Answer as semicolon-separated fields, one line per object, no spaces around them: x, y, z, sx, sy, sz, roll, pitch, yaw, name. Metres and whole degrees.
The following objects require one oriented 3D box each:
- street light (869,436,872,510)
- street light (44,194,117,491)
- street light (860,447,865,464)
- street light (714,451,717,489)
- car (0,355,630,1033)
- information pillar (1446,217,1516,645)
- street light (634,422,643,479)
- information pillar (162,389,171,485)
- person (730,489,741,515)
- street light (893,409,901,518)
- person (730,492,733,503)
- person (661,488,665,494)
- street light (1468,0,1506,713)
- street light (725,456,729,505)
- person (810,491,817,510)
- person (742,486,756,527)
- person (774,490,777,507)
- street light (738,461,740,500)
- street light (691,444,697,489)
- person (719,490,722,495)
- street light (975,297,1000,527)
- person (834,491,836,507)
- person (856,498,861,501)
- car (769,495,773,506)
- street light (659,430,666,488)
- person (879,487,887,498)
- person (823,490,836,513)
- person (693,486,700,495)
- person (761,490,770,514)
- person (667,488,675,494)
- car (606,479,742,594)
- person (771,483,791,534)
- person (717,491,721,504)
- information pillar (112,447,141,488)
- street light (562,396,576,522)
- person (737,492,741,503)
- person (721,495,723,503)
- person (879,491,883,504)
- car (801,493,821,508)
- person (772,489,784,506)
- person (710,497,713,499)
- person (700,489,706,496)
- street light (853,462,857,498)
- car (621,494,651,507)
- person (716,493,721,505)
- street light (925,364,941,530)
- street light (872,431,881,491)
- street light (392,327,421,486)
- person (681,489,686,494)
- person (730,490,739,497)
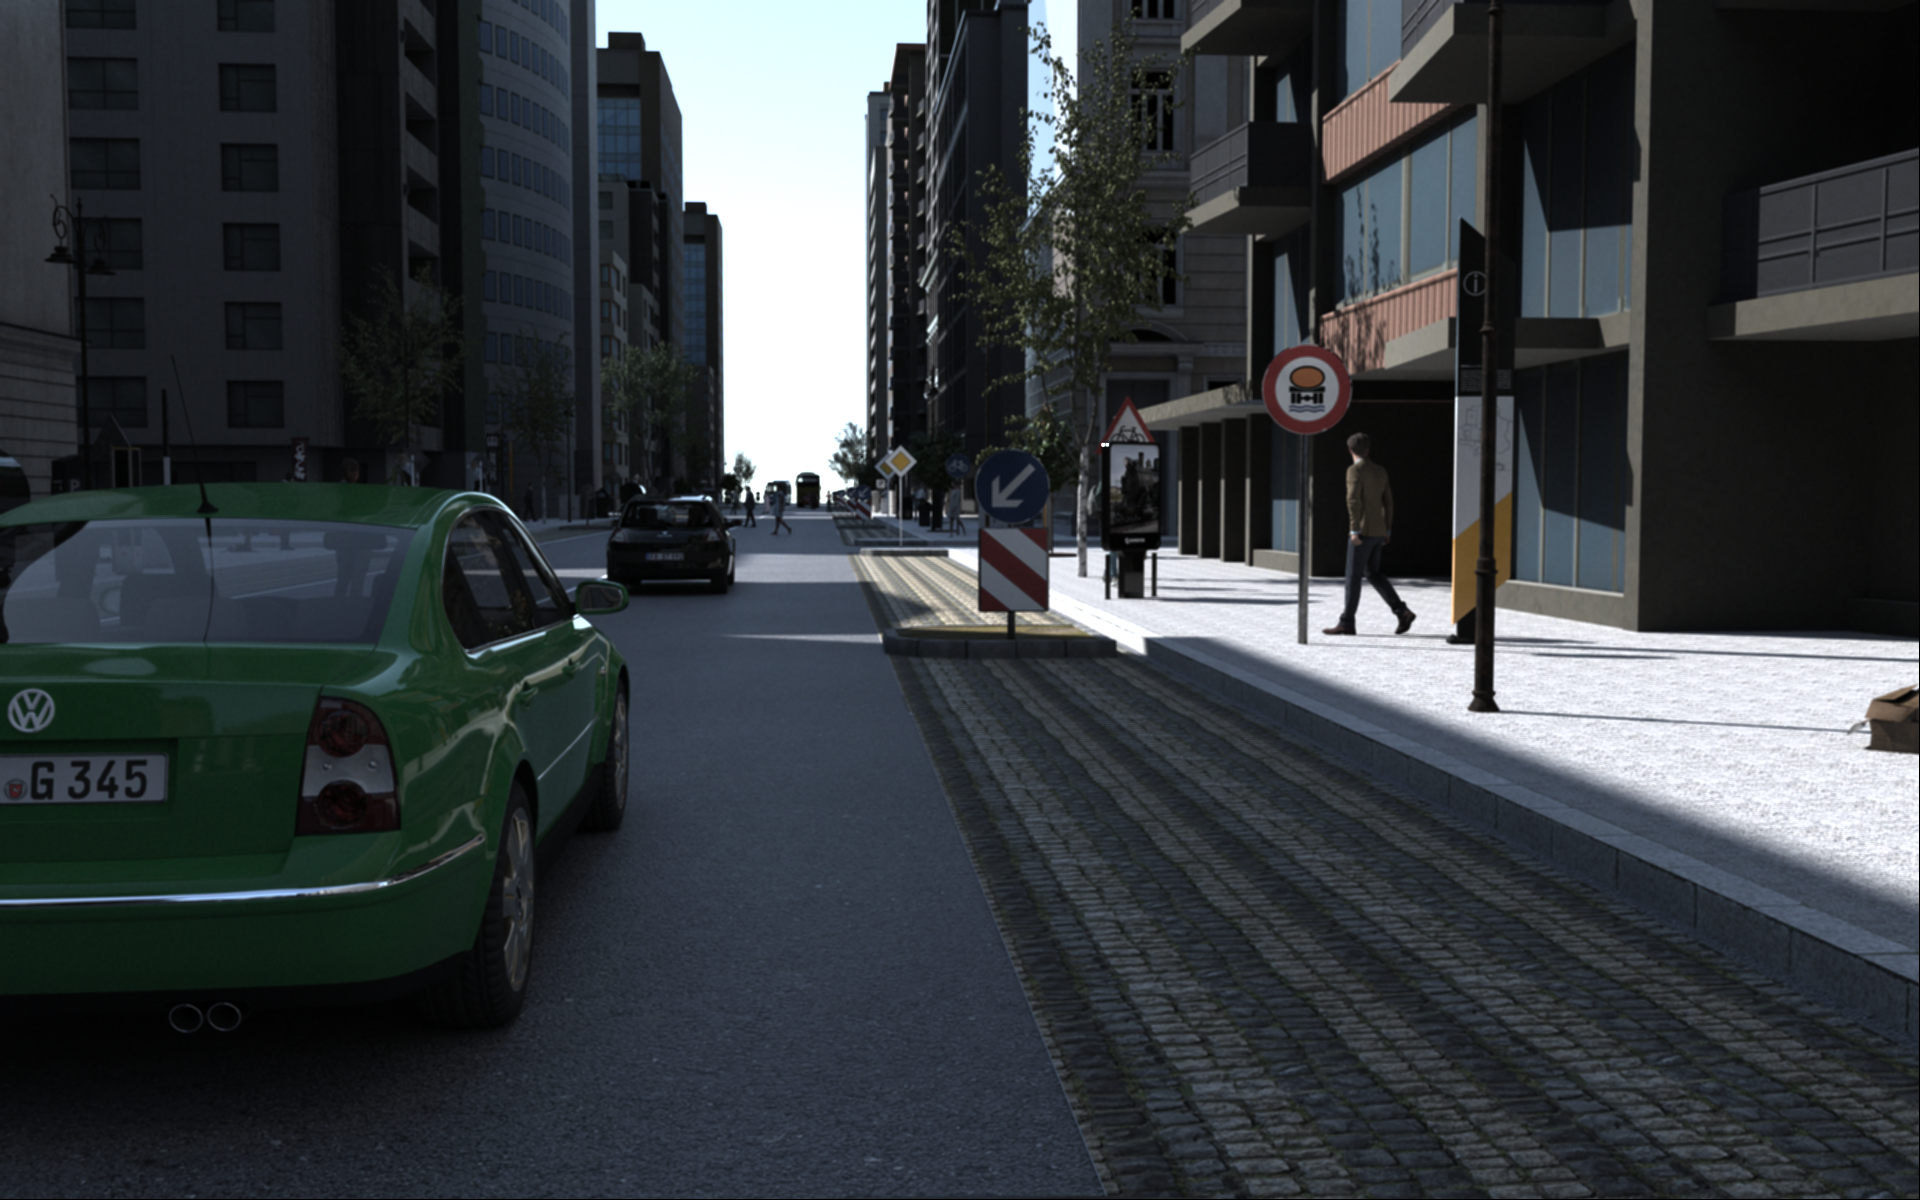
-7.036;-10.092;137.788;0.468;5.910;1.993;0;4;-5;street light
-13.696;-3.323;27.111;0.468;5.910;1.993;0;4;-5;street light
-9.503;-11.986;168.755;0.468;5.910;1.993;0;4;-5;street light
-26.184;-13.018;185.632;0.468;5.910;1.993;0;4;-5;street light
-2.191;0.174;5.945;1.959;1.807;4.718;0;4;-5;car
4.443;-1.430;14.739;0.504;3.616;0.183;0;4;5;information pillar
-20.151;-8.323;108.876;0.468;5.910;1.993;0;4;-5;street light
-17.771;-2.902;38.810;0.183;3.616;0.504;-1;4;-19;information pillar
-15.577;-6.811;120.347;0.782;1.767;0.515;3;5;41;person
-3.344;-7.289;91.965;0.468;5.910;1.993;0;4;-5;street light
-33.739;-15.275;255.879;0.705;1.814;1.350;2;4;28;person
-17.597;-5.757;102.986;0.532;1.782;0.716;1;4;16;person
3.100;-2.281;10.075;0.468;5.910;1.993;0;4;-5;street light
-27.933;-14.336;207.181;0.468;5.910;1.993;0;4;-5;street light
-13.443;-9.184;159.211;0.434;1.755;0.990;-3;5;-41;person
-9.197;-4.052;75.152;0.834;1.777;0.661;-3;5;-43;person
-12.329;-6.596;116.691;0.624;1.780;0.694;-2;4;-27;person
-30.282;-16.198;237.623;0.468;5.910;1.993;0;4;-5;street light
-23.788;-11.156;155.193;0.468;5.910;1.993;0;4;-5;street light
-32.953;-14.162;237.599;0.705;1.824;1.348;2;4;26;person
0.643;-4.150;40.634;0.468;5.910;1.993;0;4;-5;street light
-13.461;-10.801;185.810;0.721;1.735;1.217;0;4;4;person
-10.341;-10.450;177.344;0.683;1.767;0.568;0;4;-2;person
-20.997;-11.254;196.578;1.945;1.354;3.894;0;4;-5;car
-21.384;-9.289;124.660;0.468;5.910;1.993;0;4;-5;street light
-5.816;-8.032;137.351;1.348;1.826;0.705;-2;4;-25;person
-9.975;-7.533;132.379;1.217;1.736;0.721;2;4;33;person
-13.529;-4.923;89.093;0.850;1.850;0.679;-2;4;-26;person
-14.061;-7.113;125.458;0.621;1.740;0.551;0;4;7;person
-23.025;-8.070;138.080;1.348;1.812;0.705;-3;4;-39;person
-4.318;-1.004;26.204;2.009;1.686;4.222;0;4;-5;car
-6.300;-3.203;60.959;0.778;1.811;0.616;1;4;11;person
-30.425;-12.975;218.853;0.551;1.740;0.621;0;4;-8;person
-13.190;-1.405;27.458;0.304;2.012;0.304;0;4;3;information pillar
-17.725;-6.462;78.440;0.468;5.910;1.993;0;4;-5;street light
-32.425;-15.061;253.008;0.721;1.735;1.217;3;5;43;person
-32.961;-14.044;238.847;0.628;1.438;0.799;0;3;0;person
-9.963;-12.872;217.966;0.415;1.643;0.593;2;4;27;person
-15.704;-10.584;182.092;2.155;1.783;4.494;0;4;-4;car
-9.253;-4.847;88.096;0.601;1.785;0.444;0;4;-5;person
-11.776;-4.263;82.452;0.590;1.304;0.306;-3;5;-40;person
-17.647;-6.732;118.920;0.623;1.781;0.721;1;4;20;person
-11.953;-13.847;199.189;0.468;5.910;1.993;0;4;-5;street light
-12.347;-3.494;68.921;2.131;1.459;4.920;0;4;-5;car
-27.426;-11.359;195.017;1.065;1.426;0.557;-1;4;-20;person
-0.959;-5.427;61.526;0.468;5.910;1.993;0;4;-5;street light
-5.828;-9.195;123.121;0.468;5.910;1.993;0;4;-5;street light
-15.306;-4.599;47.978;0.468;5.910;1.993;0;4;-5;street light
-22.926;-8.400;144.099;1.217;1.735;0.721;3;5;41;person
-29.747;-13.579;228.069;1.348;1.823;0.705;2;4;30;person
